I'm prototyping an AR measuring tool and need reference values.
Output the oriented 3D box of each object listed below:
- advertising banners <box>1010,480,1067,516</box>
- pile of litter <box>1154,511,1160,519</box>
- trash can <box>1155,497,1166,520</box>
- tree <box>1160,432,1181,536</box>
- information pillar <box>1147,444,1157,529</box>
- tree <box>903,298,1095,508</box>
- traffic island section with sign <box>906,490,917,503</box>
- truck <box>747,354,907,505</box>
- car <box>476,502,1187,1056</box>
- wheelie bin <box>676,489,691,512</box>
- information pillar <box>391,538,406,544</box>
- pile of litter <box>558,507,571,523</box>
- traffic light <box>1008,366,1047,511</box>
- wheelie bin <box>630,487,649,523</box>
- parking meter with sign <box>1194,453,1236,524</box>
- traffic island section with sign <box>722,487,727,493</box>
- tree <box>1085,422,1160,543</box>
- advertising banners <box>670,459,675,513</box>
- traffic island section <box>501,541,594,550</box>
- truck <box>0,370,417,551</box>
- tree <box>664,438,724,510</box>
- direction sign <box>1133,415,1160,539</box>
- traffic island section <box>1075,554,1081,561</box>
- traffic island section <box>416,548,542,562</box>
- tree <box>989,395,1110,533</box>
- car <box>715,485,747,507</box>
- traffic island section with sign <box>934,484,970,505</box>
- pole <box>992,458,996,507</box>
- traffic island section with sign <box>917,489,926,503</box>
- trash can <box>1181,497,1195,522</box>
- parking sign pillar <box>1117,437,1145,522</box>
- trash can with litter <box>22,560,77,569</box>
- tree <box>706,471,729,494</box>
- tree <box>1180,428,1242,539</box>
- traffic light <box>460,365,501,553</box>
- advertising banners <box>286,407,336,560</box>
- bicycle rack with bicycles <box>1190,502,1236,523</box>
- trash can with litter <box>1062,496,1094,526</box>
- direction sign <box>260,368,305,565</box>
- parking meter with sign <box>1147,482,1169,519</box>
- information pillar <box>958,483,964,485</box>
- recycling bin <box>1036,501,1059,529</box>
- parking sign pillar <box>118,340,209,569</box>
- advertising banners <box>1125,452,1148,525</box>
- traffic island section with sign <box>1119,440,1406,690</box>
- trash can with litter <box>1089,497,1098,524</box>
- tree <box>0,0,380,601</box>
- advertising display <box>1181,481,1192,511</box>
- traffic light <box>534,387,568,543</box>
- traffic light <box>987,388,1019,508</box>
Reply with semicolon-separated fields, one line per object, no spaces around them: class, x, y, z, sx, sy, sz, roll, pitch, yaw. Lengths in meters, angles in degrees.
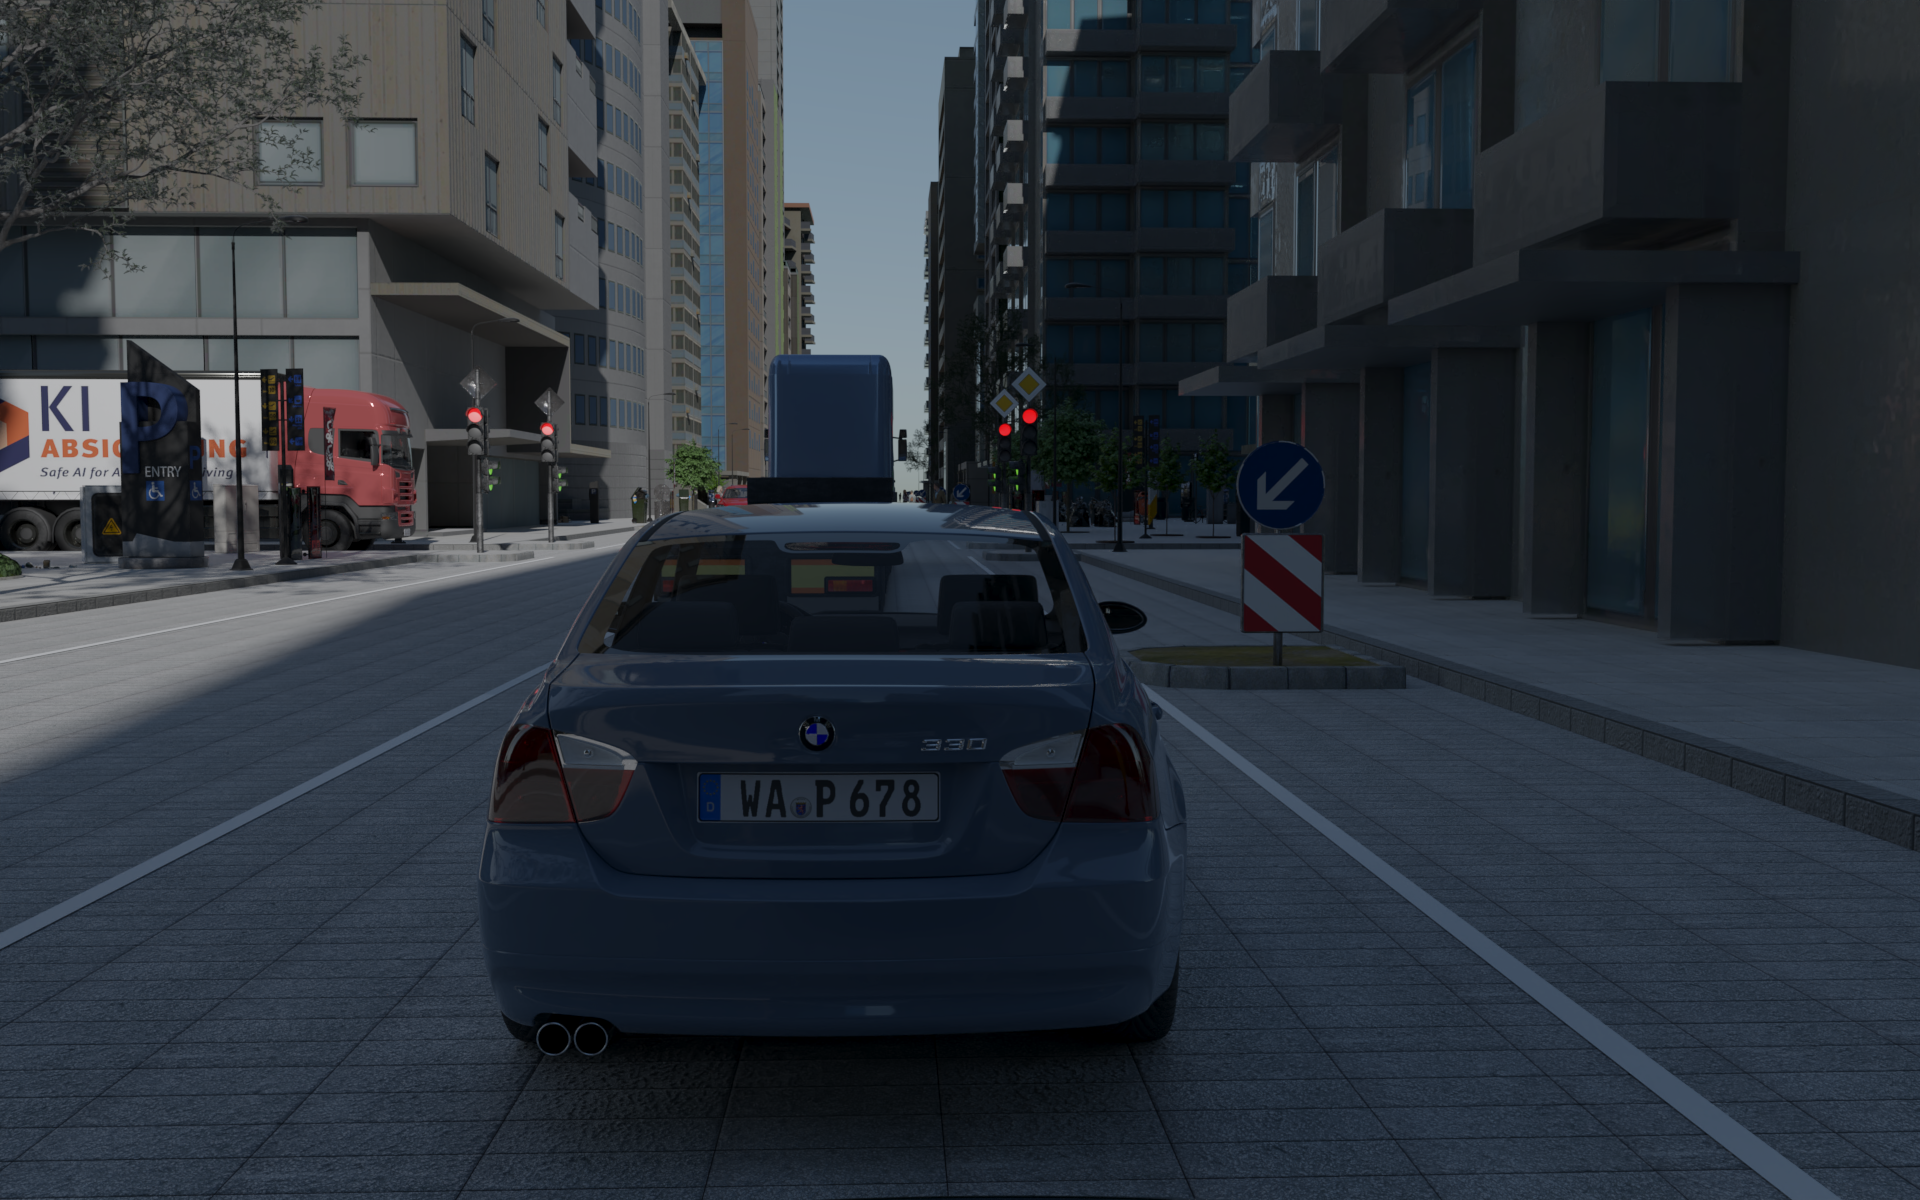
advertising banners;2.884;-4.180;64.527;2.074;3.025;0.090;0;4;-1
pile of litter;9.598;-4.543;88.235;1.719;0.858;1.176;-3;4;-37
trash can;9.969;-4.546;85.976;0.748;1.137;0.748;0;3;0
tree;6.443;-3.572;53.000;1.663;3.219;1.824;0;3;0
information pillar;7.015;-4.390;63.139;0.183;3.616;0.504;3;4;38
tree;2.278;-9.010;81.724;8.767;10.594;7.601;1;4;11
traffic island section with sign;-3.293;-8.362;145.345;1.989;1.847;2.006;0;4;-2
truck;-2.323;-2.316;27.627;2.967;4.110;18.799;0;4;-2
car;-0.320;0.378;5.817;2.014;1.417;4.499;0;4;-1
wheelie bin;-18.240;-6.500;114.184;0.980;1.594;0.693;-1;4;-14
information pillar;-14.480;-3.266;44.750;0.504;3.616;0.183;1;4;22
pile of litter;-17.895;-3.879;77.380;1.176;0.858;1.719;2;4;27
traffic light;1.495;-3.015;38.211;0.839;4.253;0.868;0;4;-2
wheelie bin;-14.026;-4.161;75.937;0.693;1.594;0.980;0;4;4
parking meter with sign;10.901;-4.748;73.893;1.738;3.016;0.543;0;4;-1
traffic island section with sign;-12.929;-5.318;95.583;1.989;1.847;2.006;0;4;-2
tree;3.968;-3.106;45.388;1.663;3.219;1.824;0;3;0
advertising banners;-14.102;-5.429;84.960;0.090;3.025;2.074;0;4;-1
traffic island section;-10.831;-1.439;45.806;2.009;0.180;2.903;0;4;-2
truck;-17.978;-3.151;40.433;11.283;4.237;2.839;0;4;-4
tree;-15.434;-7.136;100.390;4.285;4.588;4.351;0;3;0
direction sign;5.352;-3.538;49.844;0.876;3.537;0.379;3;4;38
traffic island section;1.536;-0.981;38.327;2.009;0.180;2.903;0;4;-2
traffic island section;-10.495;-0.951;37.828;2.009;0.180;2.903;0;4;-2
tree;3.677;-4.514;57.521;4.285;4.588;4.351;0;3;0
car;-8.663;-3.742;69.852;2.281;1.827;5.304;0;4;-1
traffic island section with sign;-0.074;-3.672;68.659;1.989;1.847;2.006;0;4;-2
pole;1.819;-6.040;92.589;0.158;3.312;0.155;0;3;0
traffic island section with sign;-1.220;-5.350;96.103;1.989;1.847;2.006;0;4;-2
trash can;10.511;-4.148;79.471;0.748;1.137;0.748;0;3;0
parking sign pillar;7.943;-5.592;79.906;1.447;3.967;1.447;-1;4;-10
trash can with litter;-16.341;-1.131;29.544;2.233;1.210;1.678;-2;4;-24
tree;-16.648;-7.476;116.833;1.663;3.219;1.824;0;3;0
tree;7.517;-3.411;50.374;1.663;3.219;1.824;0;3;0
traffic light;-10.455;-2.983;37.695;0.839;4.253;0.868;0;4;-2
advertising banners;-12.786;-2.325;34.200;0.090;3.025;2.074;0;4;7
bicycle rack with bicycles;12.039;-3.877;76.764;2.852;0.926;2.925;-3;5;-41
trash can with litter;4.986;-3.649;70.718;1.678;1.210;2.233;0;4;3
direction sign;-12.237;-2.407;31.346;0.876;3.537;0.379;1;4;15
parking meter with sign;9.969;-5.727;89.899;1.738;3.016;0.543;-1;4;-15
information pillar;0.067;-6.504;110.832;0.304;2.012;0.304;2;4;33
recycling bin;3.111;-3.009;61.748;0.722;1.027;0.722;0;4;-7
parking sign pillar;-13.909;-2.549;30.149;1.447;3.967;1.447;1;4;9
advertising banners;7.405;-4.648;72.180;0.090;3.025;2.074;-2;4;-26
traffic island section with sign;2.247;-0.306;13.630;1.989;1.847;2.006;0;4;-2
trash can with litter;6.033;-3.822;73.881;1.055;1.170;0.624;0;4;-1
tree;-12.204;-6.708;20.042;12.009;13.543;11.850;0;3;0
advertising display;11.121;-4.889;85.147;0.123;1.923;0.974;-1;4;-20
traffic light;-10.790;-3.471;45.673;0.839;4.253;0.868;0;4;-2
traffic light;1.160;-3.503;46.189;0.839;4.253;0.868;0;4;-2
